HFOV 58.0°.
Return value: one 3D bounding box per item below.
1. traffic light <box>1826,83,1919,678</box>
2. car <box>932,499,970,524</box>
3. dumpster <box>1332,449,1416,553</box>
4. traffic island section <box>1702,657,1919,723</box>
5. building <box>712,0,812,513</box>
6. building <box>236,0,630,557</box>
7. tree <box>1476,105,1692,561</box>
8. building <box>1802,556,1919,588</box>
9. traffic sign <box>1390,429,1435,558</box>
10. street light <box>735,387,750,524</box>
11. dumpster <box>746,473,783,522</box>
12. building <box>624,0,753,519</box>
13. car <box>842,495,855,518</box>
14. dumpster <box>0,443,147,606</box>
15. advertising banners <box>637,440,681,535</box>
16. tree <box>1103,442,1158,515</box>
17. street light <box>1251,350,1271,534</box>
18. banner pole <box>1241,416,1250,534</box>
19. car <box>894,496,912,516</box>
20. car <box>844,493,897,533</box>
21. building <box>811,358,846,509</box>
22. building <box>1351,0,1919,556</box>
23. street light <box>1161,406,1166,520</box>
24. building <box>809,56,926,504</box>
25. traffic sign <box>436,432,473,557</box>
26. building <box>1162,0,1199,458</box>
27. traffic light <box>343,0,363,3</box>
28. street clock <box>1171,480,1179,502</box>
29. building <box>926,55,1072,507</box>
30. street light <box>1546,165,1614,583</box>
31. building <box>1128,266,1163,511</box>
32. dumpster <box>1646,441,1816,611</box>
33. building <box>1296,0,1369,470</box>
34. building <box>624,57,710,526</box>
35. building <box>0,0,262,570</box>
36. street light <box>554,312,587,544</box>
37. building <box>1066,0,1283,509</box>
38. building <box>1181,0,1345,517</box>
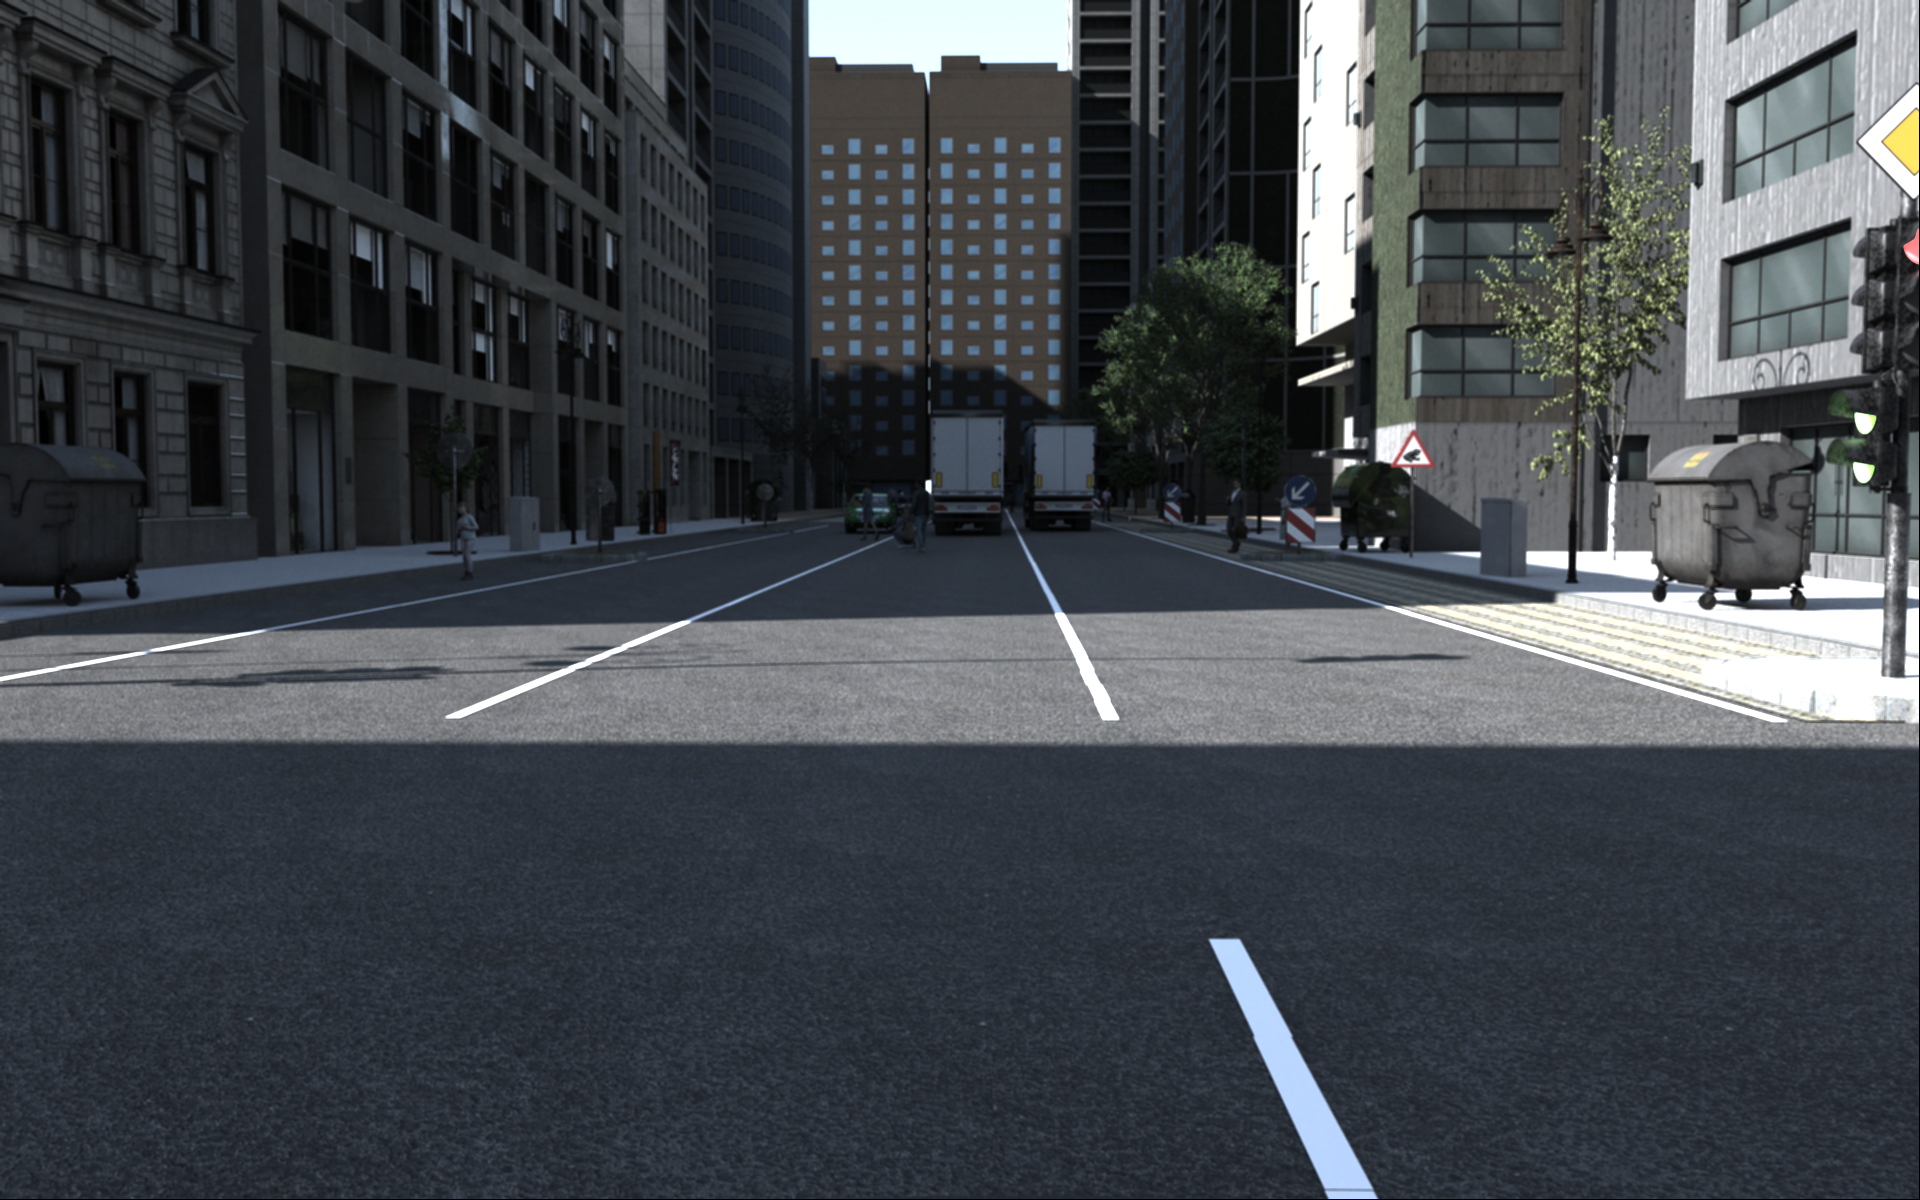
[{"bbox_3d":[6.518,-1.413,12.020,0.839,4.253,0.868,0,4,1],"label":"traffic light"},{"bbox_3d":[-0.416,-4.448,84.519,2.131,1.459,4.920,0,4,1],"label":"car"},{"bbox_3d":[9.212,-2.205,38.538,1.502,2.255,1.985,0,4,1],"label":"dumpster"},{"bbox_3d":[6.558,0.621,12.133,2.009,0.180,2.903,0,4,1],"label":"traffic island section"},{"bbox_3d":[-22.535,-35.449,121.592,21.231,58.520,28.212,0,4,1],"label":"building"},{"bbox_3d":[-23.163,-15.116,51.662,19.350,26.468,34.151,0,4,1],"label":"building"},{"bbox_3d":[12.430,-5.069,33.239,4.737,8.622,4.395,0,3,0],"label":"tree"},{"bbox_3d":[19.025,-15.290,21.692,14.107,30.474,14.160,0,4,1],"label":"building"},{"bbox_3d":[9.089,-2.129,34.817,0.884,2.594,0.081,0,4,5],"label":"traffic sign"},{"bbox_3d":[-9.387,-6.233,74.700,0.468,5.910,1.993,0,4,1],"label":"street light"},{"bbox_3d":[-9.205,-4.830,81.466,1.502,2.255,1.985,0,4,1],"label":"dumpster"},{"bbox_3d":[-22.624,-40.276,96.763,20.563,71.187,20.611,0,4,1],"label":"building"},{"bbox_3d":[-4.042,-3.962,74.995,2.015,1.641,3.980,0,4,1],"label":"car"},{"bbox_3d":[-10.632,-0.898,20.436,1.264,1.857,1.865,0,4,1],"label":"dumpster"},{"bbox_3d":[-9.578,-3.612,55.251,0.090,3.025,2.074,2,4,32],"label":"advertising banners"},{"bbox_3d":[11.030,-7.645,108.708,4.285,4.588,4.351,0,3,0],"label":"tree"},{"bbox_3d":[9.620,-5.063,55.561,0.468,5.910,1.993,0,4,1],"label":"street light"},{"bbox_3d":[9.075,-4.005,55.497,0.401,3.779,0.863,0,4,-1],"label":"banner pole"},{"bbox_3d":[-3.291,-6.073,111.876,1.945,1.354,3.894,0,3,0],"label":"car"},{"bbox_3d":[-3.298,-3.407,64.504,1.959,1.807,4.718,0,4,0],"label":"car"},{"bbox_3d":[-26.326,-51.090,147.999,31.000,86.520,22.319,0,4,1],"label":"building"},{"bbox_3d":[17.274,-16.677,44.364,14.160,30.474,14.107,0,4,1],"label":"building"},{"bbox_3d":[10.163,-6.950,86.426,0.468,5.910,1.993,0,4,1],"label":"street light"},{"bbox_3d":[-10.437,-32.466,180.932,14.200,45.320,14.600,0,4,1],"label":"building"},{"bbox_3d":[-10.357,-2.164,35.496,0.768,2.556,0.104,0,4,2],"label":"traffic sign"},{"bbox_3d":[22.059,-28.914,122.855,14.600,45.320,14.200,0,4,1],"label":"building"},{"bbox_3d":[-6.546,-2.303,12.325,4.771,5.953,1.251,0,4,1],"label":"traffic light"},{"bbox_3d":[10.731,-5.015,86.563,0.358,2.002,0.471,-2,4,-25],"label":"street clock"},{"bbox_3d":[4.169,-32.432,180.379,14.200,45.320,14.600,0,4,1],"label":"building"},{"bbox_3d":[8.824,-3.181,24.799,0.468,5.910,1.993,0,4,1],"label":"street light"},{"bbox_3d":[29.017,-18.343,144.944,27.650,21.520,28.899,0,4,1],"label":"building"},{"bbox_3d":[8.786,-0.857,19.770,1.264,1.857,1.865,0,4,1],"label":"dumpster"},{"bbox_3d":[29.878,-29.537,72.162,28.713,52.752,27.495,0,4,1],"label":"building"},{"bbox_3d":[-17.808,-13.619,77.419,10.420,20.320,16.860,0,4,1],"label":"building"},{"bbox_3d":[-18.671,-9.773,24.423,10.561,19.102,19.286,0,4,1],"label":"building"},{"bbox_3d":[-9.873,-4.360,44.081,0.468,5.910,1.993,0,4,1],"label":"street light"},{"bbox_3d":[21.790,-45.580,183.490,20.611,71.187,20.563,0,4,1],"label":"building"},{"bbox_3d":[23.638,-40.759,104.654,20.563,71.187,20.611,0,4,1],"label":"building"}]
